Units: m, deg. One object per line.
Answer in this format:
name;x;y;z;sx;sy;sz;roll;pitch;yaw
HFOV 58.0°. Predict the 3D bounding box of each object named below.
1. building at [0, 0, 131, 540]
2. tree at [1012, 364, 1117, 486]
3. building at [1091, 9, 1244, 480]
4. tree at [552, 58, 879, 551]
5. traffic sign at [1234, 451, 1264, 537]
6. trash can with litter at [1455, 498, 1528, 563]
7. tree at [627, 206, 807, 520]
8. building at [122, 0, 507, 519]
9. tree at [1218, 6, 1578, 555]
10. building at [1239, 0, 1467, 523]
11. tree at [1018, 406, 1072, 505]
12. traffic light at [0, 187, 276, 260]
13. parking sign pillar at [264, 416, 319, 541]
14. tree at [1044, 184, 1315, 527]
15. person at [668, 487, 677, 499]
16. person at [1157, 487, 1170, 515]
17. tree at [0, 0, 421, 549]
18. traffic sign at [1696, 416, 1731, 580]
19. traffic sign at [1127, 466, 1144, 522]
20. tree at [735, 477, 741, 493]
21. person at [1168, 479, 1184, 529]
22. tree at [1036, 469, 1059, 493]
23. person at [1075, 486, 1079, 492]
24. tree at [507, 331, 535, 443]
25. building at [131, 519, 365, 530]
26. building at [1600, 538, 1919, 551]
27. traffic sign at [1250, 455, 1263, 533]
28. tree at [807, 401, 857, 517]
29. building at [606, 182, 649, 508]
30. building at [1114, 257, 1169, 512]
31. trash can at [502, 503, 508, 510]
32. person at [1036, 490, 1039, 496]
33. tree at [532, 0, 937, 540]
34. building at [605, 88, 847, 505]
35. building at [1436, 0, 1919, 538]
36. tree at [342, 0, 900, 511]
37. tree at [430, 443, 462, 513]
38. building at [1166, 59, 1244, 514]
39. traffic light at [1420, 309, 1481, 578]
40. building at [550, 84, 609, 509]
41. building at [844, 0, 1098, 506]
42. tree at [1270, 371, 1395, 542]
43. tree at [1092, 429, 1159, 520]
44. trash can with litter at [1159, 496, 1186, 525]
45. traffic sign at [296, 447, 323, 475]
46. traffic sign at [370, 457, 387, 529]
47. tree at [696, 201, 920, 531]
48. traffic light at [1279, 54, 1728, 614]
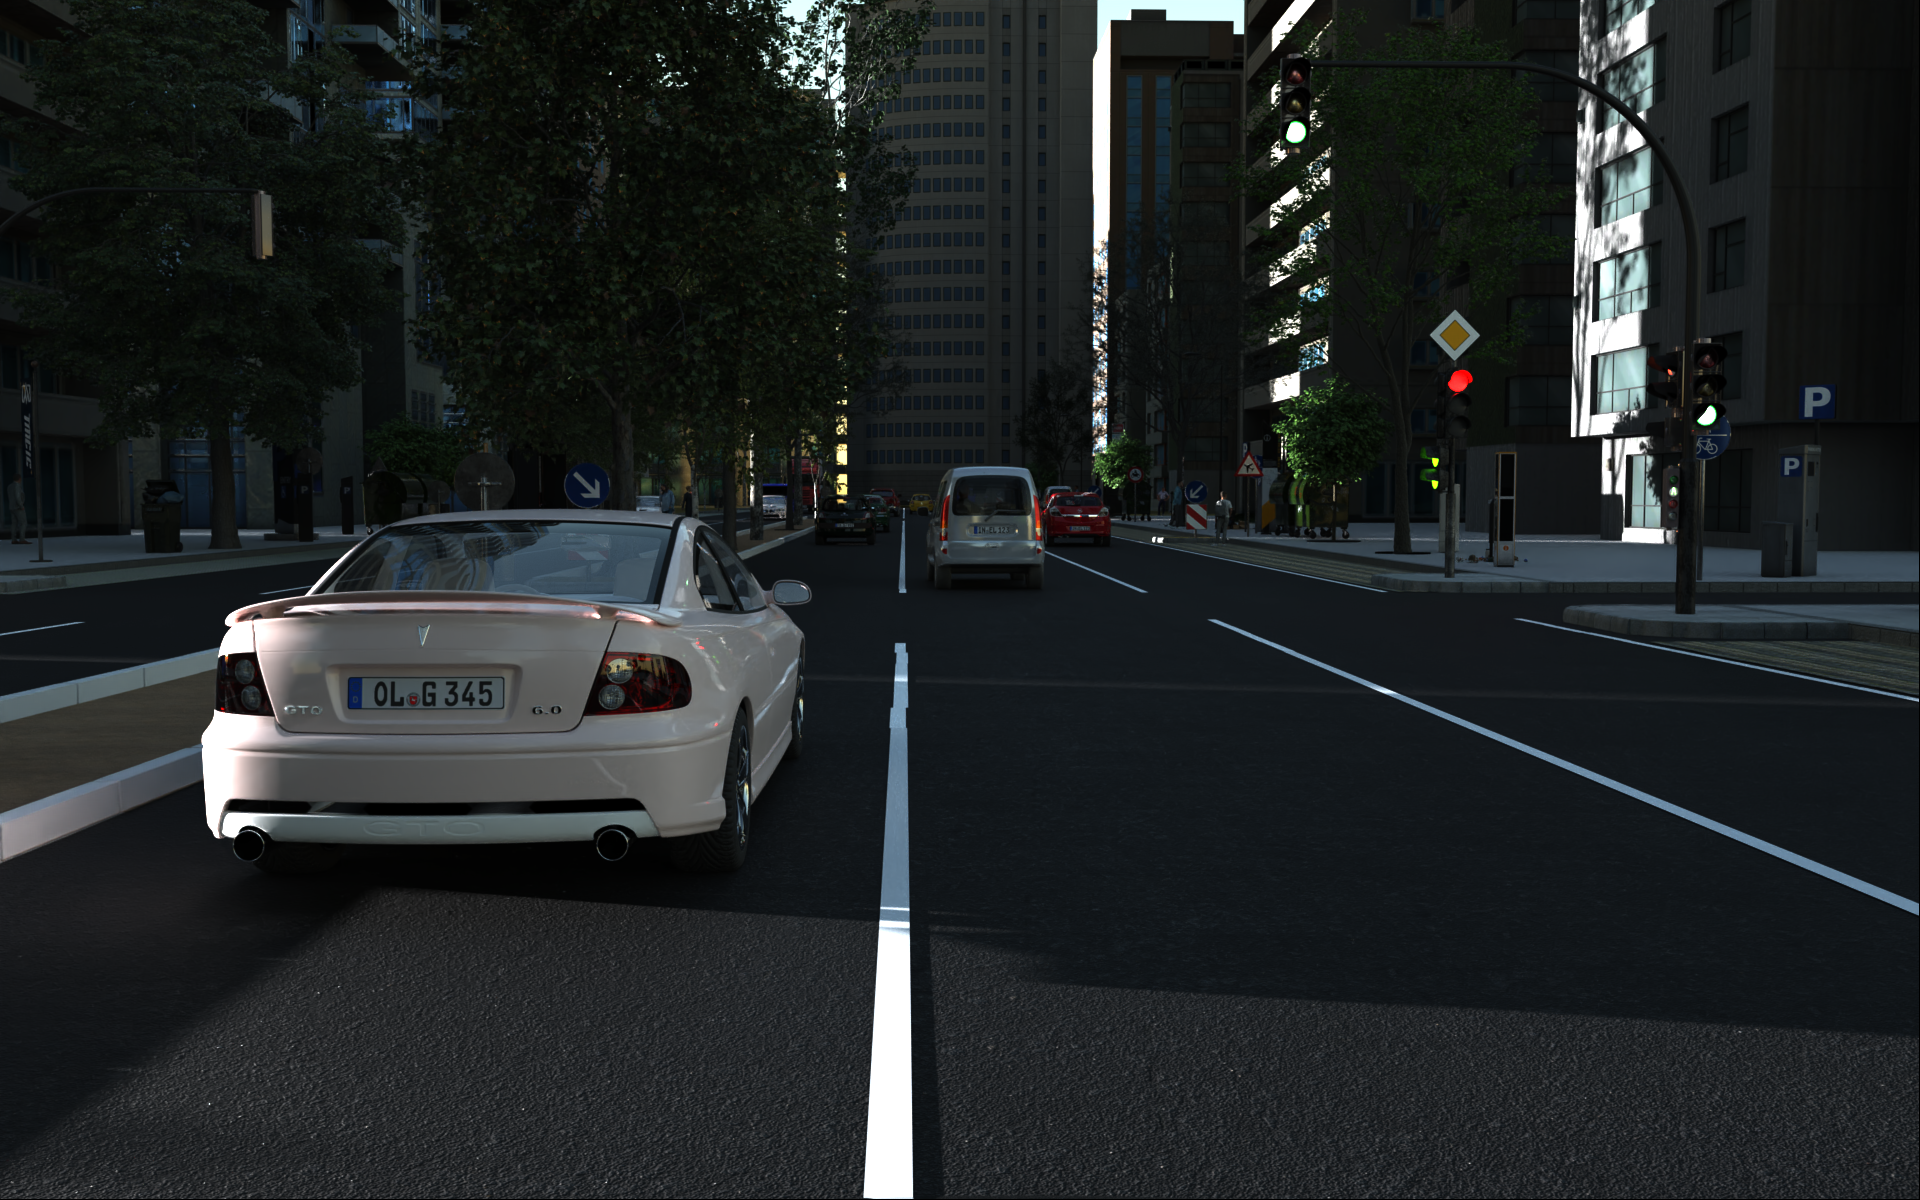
building;-36.371;-25.593;42.156;21.300;48.544;21.600;0;4;-2
tree;7.351;-11.425;121.206;8.767;10.594;7.601;1;4;17
building;20.029;-31.326;162.286;14.600;45.320;14.200;0;4;-2
tree;-5.953;-7.537;43.812;7.486;12.596;7.792;0;3;0
traffic sign;8.650;-3.175;51.913;0.884;2.594;0.081;0;4;8
trash can with litter;9.989;-1.346;33.066;1.678;1.210;2.233;3;5;39
tree;-5.725;-5.171;37.361;4.737;8.622;4.395;0;3;0
building;-38.923;-49.000;113.816;22.319;86.520;31.000;0;4;-2
tree;9.413;-6.795;36.846;9.928;11.665;9.643;0;3;0
building;26.763;-28.292;86.273;21.300;48.544;21.600;0;4;-2
tree;6.650;-11.516;138.645;4.360;8.622;3.978;0;3;0
traffic light;-12.671;-3.129;25.828;4.771;5.953;1.251;0;4;-2
parking sign pillar;-18.661;-3.655;48.238;1.447;3.967;1.447;-3;5;-44
tree;8.695;-9.657;68.263;12.009;13.543;11.850;0;3;0
person;-22.982;-7.976;136.459;1.348;1.823;0.705;-1;4;-18
person;12.188;-5.947;104.208;0.756;1.711;0.436;3;4;36
tree;-17.244;-8.166;40.171;9.857;13.997;8.962;0;3;0
traffic sign;10.992;-1.563;25.668;0.768;2.556;0.104;0;4;3
traffic sign;8.018;-4.838;79.202;0.768;2.556;0.104;0;4;-1
tree;-22.190;-10.574;167.481;1.663;3.219;1.824;0;3;0
person;7.965;-3.534;63.837;0.620;1.820;0.660;0;4;5
tree;6.496;-8.426;132.374;1.663;3.219;1.824;0;3;0
person;7.345;-6.332;109.550;0.705;1.826;1.348;0;4;-4
tree;-20.057;-10.241;85.563;7.486;12.596;7.792;0;3;0
building;-36.493;-46.641;75.246;22.319;86.520;31.000;0;4;-2
building;24.267;-16.494;41.386;14.107;30.474;14.160;0;4;-2
traffic sign;9.643;-3.438;56.313;0.768;2.556;0.104;0;4;2
tree;-7.353;-8.314;88.761;4.737;8.622;4.395;0;3;0
building;-36.571;-23.811;161.011;14.107;30.474;14.160;0;4;-2
building;28.120;-18.111;141.162;27.650;21.520;28.899;0;4;-2
trash can;-20.506;-4.102;78.723;0.748;1.137;0.748;0;3;0
person;7.033;-9.328;159.279;1.217;1.736;0.721;-3;5;-43
tree;-7.538;-11.958;53.863;12.611;20.169;13.585;0;3;0
building;-28.538;-35.725;203.710;30.456;49.044;23.786;0;4;-2
building;24.313;-17.690;60.927;14.160;30.474;14.107;0;4;-2
tree;-5.879;-6.759;29.967;9.611;12.733;9.660;0;3;0
tree;-18.612;-4.226;63.703;1.663;3.219;1.824;0;3;0
building;21.126;-21.245;119.056;14.160;30.474;14.107;0;4;-2
traffic light;7.491;-2.296;26.455;0.839;4.253;0.868;0;4;-2
building;-36.280;-29.824;137.728;14.600;45.320;14.200;0;4;-2
building;0.838;-40.402;202.576;28.212;58.520;21.231;0;4;-2
tree;9.984;-3.839;46.476;4.285;4.588;4.351;0;3;0
tree;8.403;-6.355;87.613;4.285;4.588;4.351;0;3;0
trash can with litter;9.157;-3.705;71.641;1.678;1.210;2.233;0;4;0
traffic sign;-17.680;-2.872;47.066;0.768;2.556;0.104;0;4;7
traffic sign;-20.116;-3.670;60.000;0.884;2.594;0.081;0;4;8
tree;-6.649;-9.459;67.479;12.009;13.543;11.850;0;3;0
traffic light;5.660;-2.667;18.266;4.771;5.953;1.251;0;4;-2
